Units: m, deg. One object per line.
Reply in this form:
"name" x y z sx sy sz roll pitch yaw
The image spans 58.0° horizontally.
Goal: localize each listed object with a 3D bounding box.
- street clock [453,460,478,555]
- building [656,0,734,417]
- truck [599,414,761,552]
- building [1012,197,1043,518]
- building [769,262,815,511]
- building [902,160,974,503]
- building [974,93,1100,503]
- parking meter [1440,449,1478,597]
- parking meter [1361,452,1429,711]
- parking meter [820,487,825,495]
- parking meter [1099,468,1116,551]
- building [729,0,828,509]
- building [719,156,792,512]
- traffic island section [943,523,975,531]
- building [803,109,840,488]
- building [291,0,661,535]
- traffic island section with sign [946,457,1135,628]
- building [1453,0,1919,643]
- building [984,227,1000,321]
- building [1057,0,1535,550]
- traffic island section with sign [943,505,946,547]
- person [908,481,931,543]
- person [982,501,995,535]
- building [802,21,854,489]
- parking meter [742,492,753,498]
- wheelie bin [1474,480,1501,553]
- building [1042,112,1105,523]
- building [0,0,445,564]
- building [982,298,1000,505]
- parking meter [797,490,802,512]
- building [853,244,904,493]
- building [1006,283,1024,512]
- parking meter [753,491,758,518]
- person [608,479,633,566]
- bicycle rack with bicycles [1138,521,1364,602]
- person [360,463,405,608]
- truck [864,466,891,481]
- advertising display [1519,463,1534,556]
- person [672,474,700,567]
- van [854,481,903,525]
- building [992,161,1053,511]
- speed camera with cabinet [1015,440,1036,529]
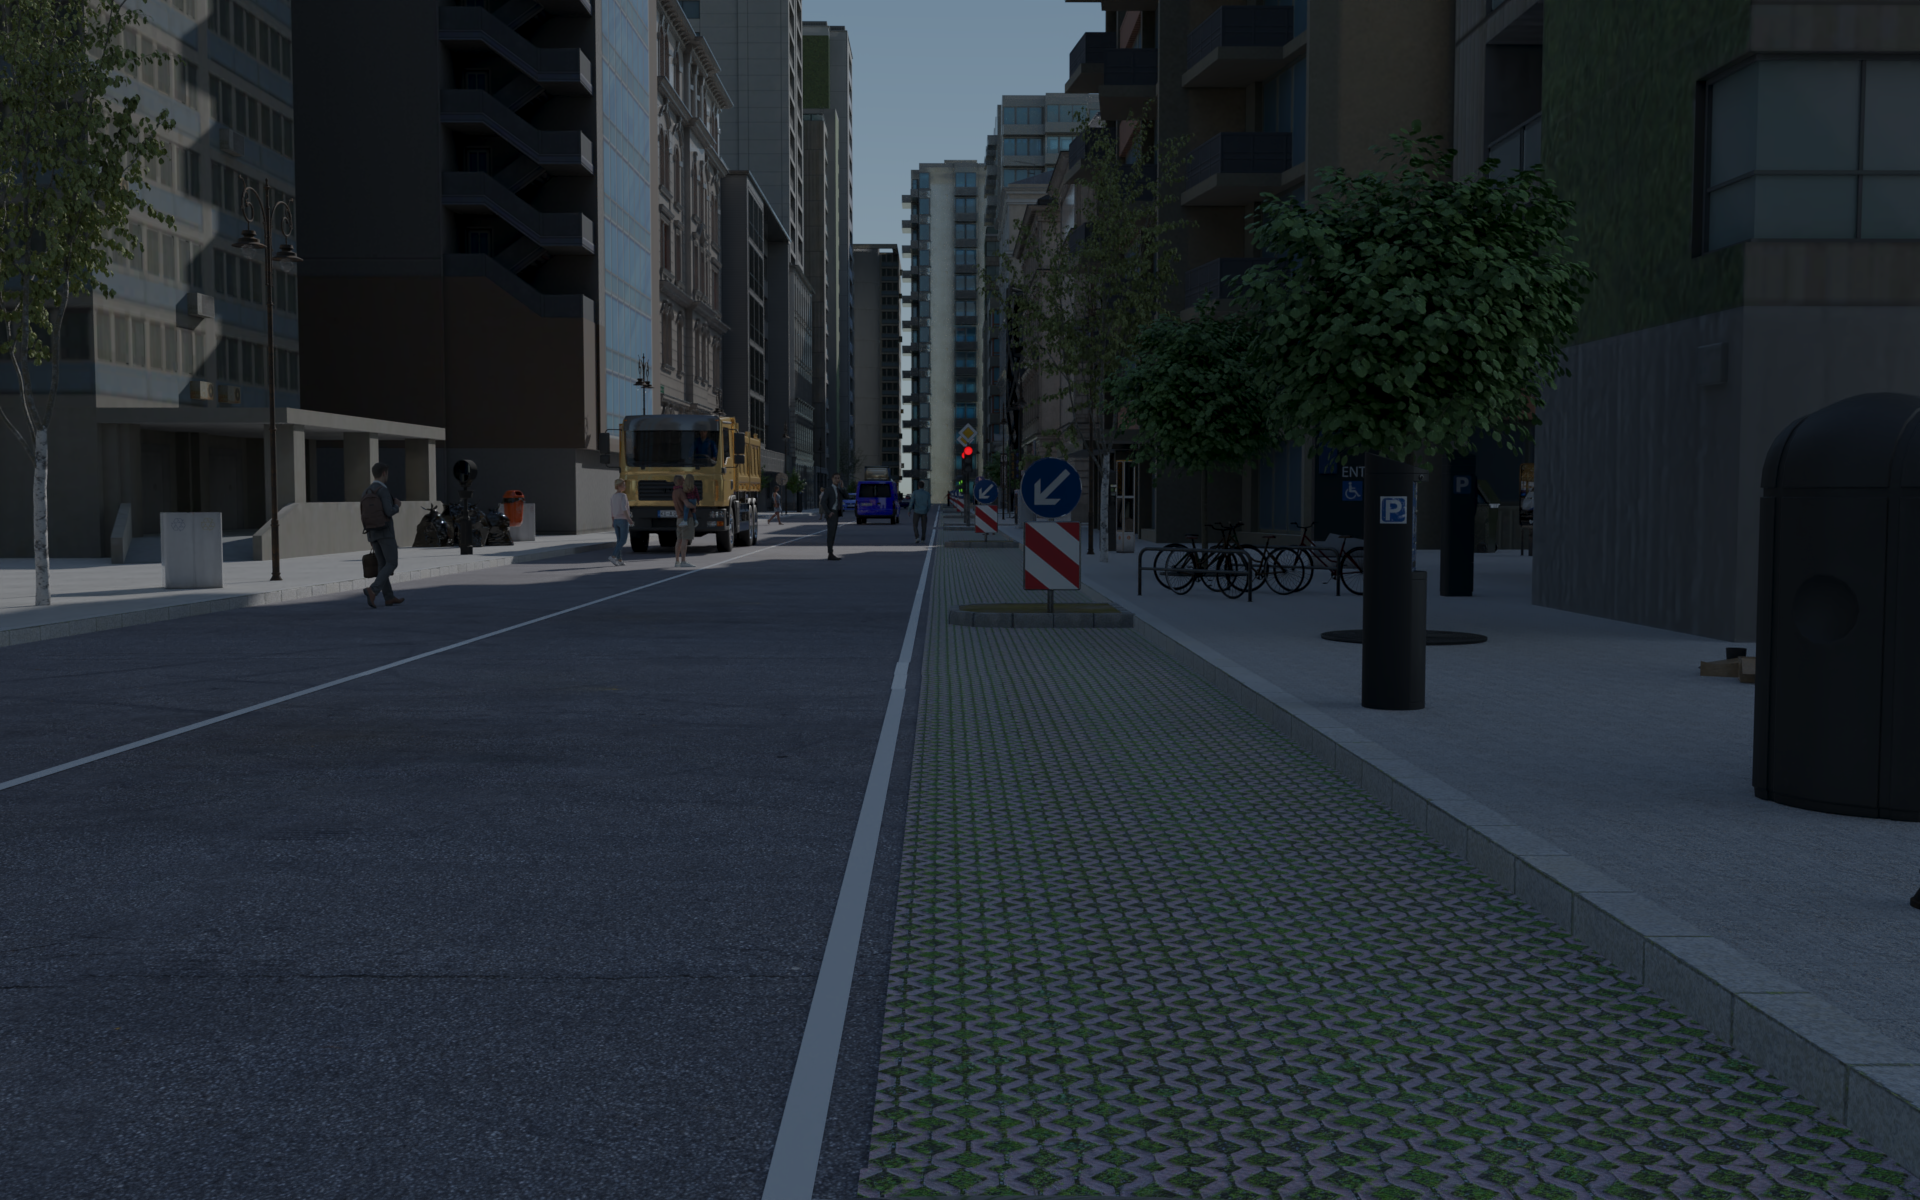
"street clock" -10.437 -1.958 36.578 0.471 2.002 0.358 1 4 22
"building" -19.715 -18.390 88.069 14.401 28.519 23.554 0 4 -1
"truck" -6.917 -2.999 44.964 3.469 3.379 9.791 0 4 -1
"building" 8.665 -14.383 99.790 10.561 19.102 19.286 0 4 -1
"building" -17.192 -17.777 139.808 9.793 20.994 18.267 0 4 -1
"building" 7.035 -38.403 247.495 30.456 49.044 23.786 0 4 -1
"building" 14.185 -36.144 210.563 23.786 49.044 30.456 0 4 -1
"parking meter" 6.257 -0.979 21.725 0.399 1.863 0.255 0 4 -5
"parking meter" 2.611 -0.121 10.396 0.372 1.533 0.369 0 3 0
"parking meter" -10.932 -8.081 137.840 0.255 1.863 0.399 1 4 14
"parking meter" 3.343 -2.029 38.891 0.255 1.863 0.399 -2 4 -35
"building" -22.923 -44.158 160.233 20.563 71.187 20.611 0 4 -1
"building" -19.606 -18.126 115.431 14.314 24.678 30.058 0 4 -1
"traffic island section" 0.344 -2.828 68.512 2.009 0.180 2.903 0 4 -1
"building" -19.867 -30.269 178.495 14.154 41.232 14.086 0 4 -1
"building" -18.751 -25.054 59.741 14.200 45.320 14.600 0 4 -1
"traffic island section with sign" 0.866 -0.655 19.340 1.989 1.847 2.006 0 4 -1
"building" 13.628 -20.611 20.593 14.154 41.232 14.086 0 4 -1
"building" 9.626 -25.513 188.842 14.160 30.474 14.107 0 4 -1
"building" 14.642 -24.316 52.186 22.147 44.769 28.867 0 4 -1
"traffic island section with sign" 0.576 -2.328 46.697 1.989 1.847 2.006 0 4 -1
"person" -1.168 -2.575 50.616 0.660 1.820 0.620 -1 4 -13
"person" 0.993 -3.156 60.287 0.511 1.800 0.466 1 4 13
"building" -27.531 -41.170 215.132 28.212 58.520 21.231 0 4 -1
"parking meter" -10.491 -4.685 85.014 0.372 1.533 0.369 0 3 0
"wheelie bin" 11.353 -1.832 37.856 0.693 1.594 0.980 3 5 39
"building" 13.972 -13.264 81.487 19.286 19.102 10.561 0 4 -1
"building" -29.577 -21.218 38.793 32.217 40.220 23.993 0 4 -1
"building" 16.299 -19.698 167.107 27.650 21.520 28.899 0 4 -1
"parking meter" -11.527 -7.255 124.333 0.255 1.863 0.399 2 4 35
"building" -20.307 -34.205 251.139 23.993 40.220 32.217 0 4 -1
"building" 11.645 -15.656 123.431 16.820 18.784 16.811 0 4 -1
"parking meter" -10.735 -5.006 90.251 0.372 1.533 0.369 0 3 0
"person" -6.788 -1.548 34.477 0.731 1.740 0.598 2 4 31
"bicycle rack with bicycles" 3.508 -0.529 22.034 2.852 0.926 2.925 -3 5 -41
"person" -7.380 -0.828 22.007 0.622 1.834 0.822 2 4 27
"truck" -8.323 -11.364 174.715 2.839 4.237 11.283 0 4 -1
"advertising display" 11.902 -1.865 35.712 0.123 1.923 0.974 -1 4 -22
"person" -5.401 -1.563 34.029 0.580 1.828 0.573 1 4 11
"van" -3.915 -4.807 82.981 2.240 2.365 5.245 0 4 1
"building" 9.720 -21.751 141.538 13.634 28.700 20.117 0 4 -1
"speed camera with cabinet" 2.459 -4.275 64.238 0.660 3.252 2.038 0 4 -8
